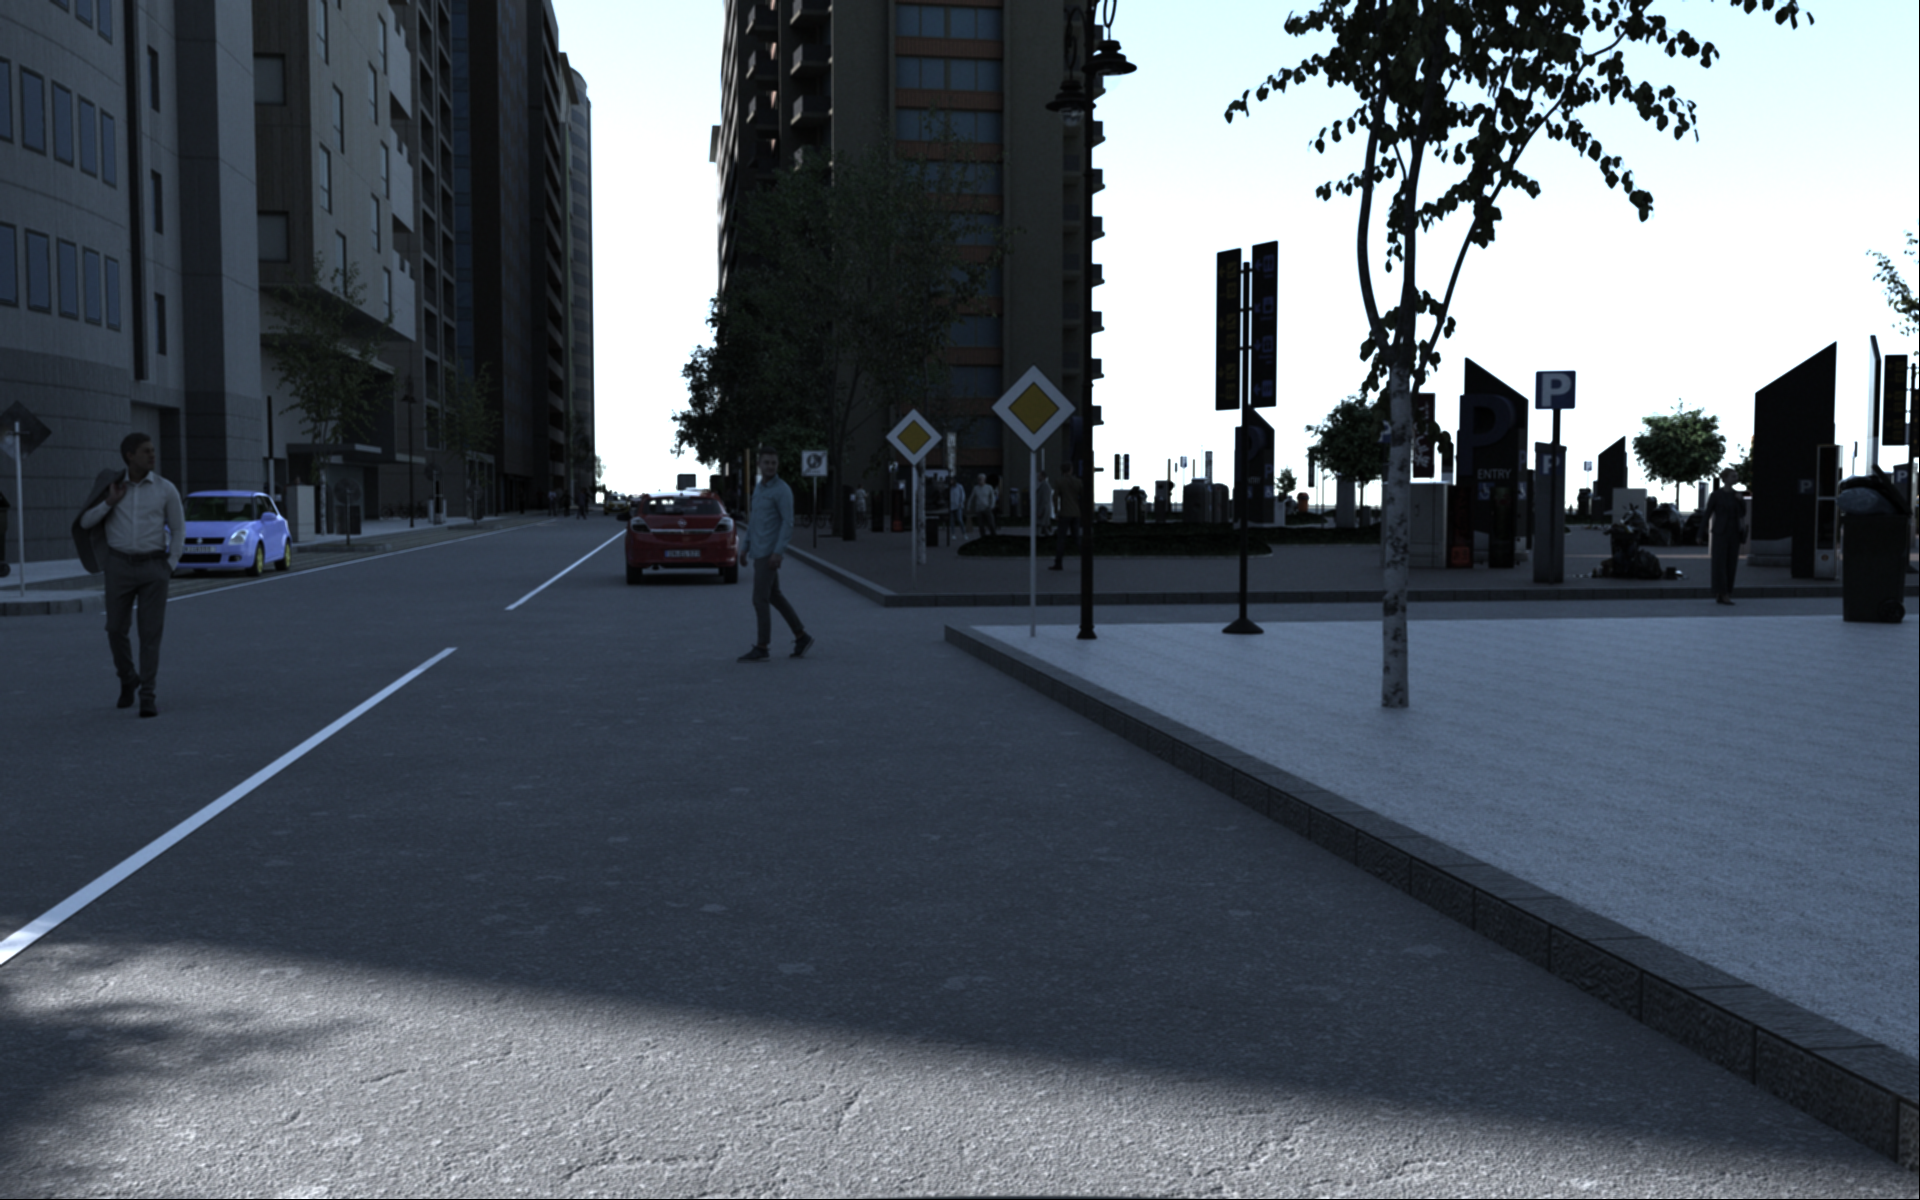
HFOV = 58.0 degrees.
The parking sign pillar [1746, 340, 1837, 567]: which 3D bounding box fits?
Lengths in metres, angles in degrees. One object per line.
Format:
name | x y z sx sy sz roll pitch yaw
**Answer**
parking sign pillar | 14.878 -2.596 30.909 1.447 3.967 1.447 2 4 30

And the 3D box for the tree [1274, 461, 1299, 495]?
tree | 19.022 -6.535 101.454 1.663 3.219 1.824 0 3 0

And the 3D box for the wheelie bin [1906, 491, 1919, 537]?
wheelie bin | 30.585 -2.858 54.638 0.980 1.594 0.693 -2 4 -32

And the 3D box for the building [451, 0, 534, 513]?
building | -41.205 -29.657 135.003 14.600 45.320 14.200 -1 4 -9

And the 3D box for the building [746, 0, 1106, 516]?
building | -2.813 -28.193 115.582 22.147 44.769 28.867 -1 4 -9

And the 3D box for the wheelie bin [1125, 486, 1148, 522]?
wheelie bin | 6.531 -3.429 63.970 0.693 1.594 0.980 2 4 27

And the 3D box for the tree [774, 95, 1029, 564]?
tree | -0.943 -4.971 31.634 4.360 8.622 3.978 0 3 0

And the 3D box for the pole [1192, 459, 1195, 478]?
pole | 13.415 -6.455 99.387 0.158 3.312 0.155 0 3 0

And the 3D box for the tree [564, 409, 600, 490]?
tree | -39.130 -14.463 170.883 7.601 10.594 8.767 -1 4 -14

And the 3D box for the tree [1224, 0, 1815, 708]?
tree | 2.869 -3.663 10.253 4.737 8.622 4.395 0 3 0

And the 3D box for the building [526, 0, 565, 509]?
building | -46.581 -32.326 152.239 21.300 48.544 21.600 -1 4 -9

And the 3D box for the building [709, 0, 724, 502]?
building | -21.304 -47.693 218.030 20.563 71.187 20.611 -1 4 -9

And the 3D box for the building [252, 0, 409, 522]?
building | -37.907 -29.417 70.214 28.713 52.752 27.495 -1 4 -9

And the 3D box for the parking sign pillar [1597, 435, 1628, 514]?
parking sign pillar | 30.091 -5.590 79.863 1.447 3.967 1.447 -3 5 -41

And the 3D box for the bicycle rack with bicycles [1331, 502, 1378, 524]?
bicycle rack with bicycles | 17.495 -3.807 75.619 2.852 0.926 2.925 1 4 10

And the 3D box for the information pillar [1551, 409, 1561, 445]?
information pillar | 13.284 -2.883 38.487 0.183 3.616 0.504 1 4 19

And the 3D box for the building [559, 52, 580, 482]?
building | -59.665 -37.557 203.303 28.713 52.752 27.495 -1 4 -9

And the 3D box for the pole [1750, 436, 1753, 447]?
pole | 27.638 -4.070 60.386 0.158 3.312 0.155 0 3 0

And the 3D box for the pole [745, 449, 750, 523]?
pole | -9.563 -5.133 77.771 0.158 3.312 0.155 0 3 0

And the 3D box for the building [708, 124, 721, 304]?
building | -20.406 -40.011 243.411 28.713 52.752 27.495 -1 4 -9

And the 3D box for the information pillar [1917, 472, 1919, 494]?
information pillar | 31.617 -3.228 57.267 0.304 2.012 0.304 -1 4 -10

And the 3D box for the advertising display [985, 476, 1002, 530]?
advertising display | 1.202 -3.493 62.317 0.123 1.923 0.974 -2 4 -30

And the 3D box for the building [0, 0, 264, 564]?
building | -27.990 -29.985 32.258 21.231 58.520 28.212 -1 4 -9

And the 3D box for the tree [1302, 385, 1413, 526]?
tree | 11.828 -4.098 50.718 4.285 4.588 4.351 0 3 0

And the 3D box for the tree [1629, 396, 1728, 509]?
tree | 24.287 -4.571 58.449 4.285 4.588 4.351 0 3 0

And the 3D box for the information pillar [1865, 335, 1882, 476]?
information pillar | 13.329 -2.077 25.315 0.183 3.616 0.504 1 4 17

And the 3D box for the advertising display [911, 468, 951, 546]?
advertising display | -0.717 -2.279 42.480 0.974 1.923 0.123 0 4 0

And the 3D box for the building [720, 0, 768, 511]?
building | -11.219 -32.905 161.693 21.300 48.544 21.600 -1 4 -9

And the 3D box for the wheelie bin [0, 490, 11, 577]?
wheelie bin | -15.052 -1.141 26.565 0.980 1.594 0.693 2 4 25

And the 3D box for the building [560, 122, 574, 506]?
building | -48.886 -30.608 184.042 14.154 41.232 14.086 -1 4 -9

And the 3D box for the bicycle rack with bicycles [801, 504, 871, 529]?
bicycle rack with bicycles | -4.339 -3.186 65.467 2.852 0.926 2.925 -2 4 -33

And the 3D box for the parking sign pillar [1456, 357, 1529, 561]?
parking sign pillar | 10.308 -2.759 33.583 1.447 3.967 1.447 3 5 44

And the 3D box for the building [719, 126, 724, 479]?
building | -20.716 -33.713 201.315 14.600 45.320 14.200 -1 4 -9

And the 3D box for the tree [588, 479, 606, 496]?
tree | -45.596 -13.523 215.703 1.663 3.219 1.824 0 3 0

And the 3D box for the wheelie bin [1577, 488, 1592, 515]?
wheelie bin | 33.809 -5.245 93.659 0.980 1.594 0.693 2 4 32

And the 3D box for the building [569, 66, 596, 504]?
building | -60.424 -42.195 231.894 21.231 58.520 28.212 -1 4 -9

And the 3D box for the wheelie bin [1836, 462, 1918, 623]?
wheelie bin | 9.203 -0.584 17.449 0.693 1.594 0.980 2 4 28

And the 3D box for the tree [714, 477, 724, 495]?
tree | -26.254 -11.955 190.072 1.663 3.219 1.824 0 3 0

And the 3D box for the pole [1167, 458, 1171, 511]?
pole | 11.863 -6.386 98.261 0.158 3.312 0.155 0 3 0

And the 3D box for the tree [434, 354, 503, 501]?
tree | -25.756 -8.561 90.336 4.737 8.622 4.395 0 3 0

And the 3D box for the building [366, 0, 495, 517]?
building | -39.031 -40.619 102.376 20.563 71.187 20.611 -1 4 -9

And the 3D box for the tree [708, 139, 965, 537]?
tree | -3.636 -7.688 51.447 9.928 11.665 9.643 0 3 0

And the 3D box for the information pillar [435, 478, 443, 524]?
information pillar | -22.056 -4.203 73.203 0.304 2.012 0.304 0 3 0

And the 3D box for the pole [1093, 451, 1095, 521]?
pole | 6.191 -5.335 81.063 0.158 3.312 0.155 0 3 0

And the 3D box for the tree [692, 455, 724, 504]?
tree | -24.623 -15.175 182.531 8.767 10.594 7.601 3 4 39

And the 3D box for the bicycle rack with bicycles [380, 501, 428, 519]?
bicycle rack with bicycles | -28.090 -4.666 89.671 2.925 0.926 2.852 1 4 16

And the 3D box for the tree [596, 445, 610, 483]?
tree | -52.719 -18.458 252.149 4.360 8.622 3.978 0 3 0

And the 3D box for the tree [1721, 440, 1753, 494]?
tree | 24.963 -3.644 54.182 1.663 3.219 1.824 0 3 0

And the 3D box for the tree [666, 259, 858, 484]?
tree | -9.723 -10.266 84.853 9.611 12.733 9.660 0 3 0

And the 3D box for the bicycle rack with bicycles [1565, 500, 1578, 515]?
bicycle rack with bicycles | 35.591 -5.475 102.902 2.852 0.926 2.925 1 4 17

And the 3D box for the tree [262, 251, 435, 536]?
tree | -19.545 -6.310 53.538 4.737 8.622 4.395 0 3 0

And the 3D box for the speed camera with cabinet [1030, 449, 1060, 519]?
speed camera with cabinet | 3.762 -4.997 76.042 0.660 3.252 2.038 2 4 30

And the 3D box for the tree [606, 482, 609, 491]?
tree | -49.817 -15.170 242.624 1.663 3.219 1.824 0 3 0

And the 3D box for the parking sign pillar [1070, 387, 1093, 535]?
parking sign pillar | 3.035 -3.343 43.134 1.447 3.967 1.447 0 4 -2

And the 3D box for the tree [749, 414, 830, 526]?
tree | -6.912 -5.330 70.853 4.285 4.588 4.351 0 3 0

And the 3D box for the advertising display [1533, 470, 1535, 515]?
advertising display | 15.143 -2.537 46.688 0.974 1.923 0.123 0 4 -5

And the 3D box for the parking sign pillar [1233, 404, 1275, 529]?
parking sign pillar | 8.348 -3.712 49.169 1.447 3.967 1.447 -2 4 -31

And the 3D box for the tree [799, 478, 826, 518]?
tree | -8.241 -6.037 93.309 1.663 3.219 1.824 0 3 0
